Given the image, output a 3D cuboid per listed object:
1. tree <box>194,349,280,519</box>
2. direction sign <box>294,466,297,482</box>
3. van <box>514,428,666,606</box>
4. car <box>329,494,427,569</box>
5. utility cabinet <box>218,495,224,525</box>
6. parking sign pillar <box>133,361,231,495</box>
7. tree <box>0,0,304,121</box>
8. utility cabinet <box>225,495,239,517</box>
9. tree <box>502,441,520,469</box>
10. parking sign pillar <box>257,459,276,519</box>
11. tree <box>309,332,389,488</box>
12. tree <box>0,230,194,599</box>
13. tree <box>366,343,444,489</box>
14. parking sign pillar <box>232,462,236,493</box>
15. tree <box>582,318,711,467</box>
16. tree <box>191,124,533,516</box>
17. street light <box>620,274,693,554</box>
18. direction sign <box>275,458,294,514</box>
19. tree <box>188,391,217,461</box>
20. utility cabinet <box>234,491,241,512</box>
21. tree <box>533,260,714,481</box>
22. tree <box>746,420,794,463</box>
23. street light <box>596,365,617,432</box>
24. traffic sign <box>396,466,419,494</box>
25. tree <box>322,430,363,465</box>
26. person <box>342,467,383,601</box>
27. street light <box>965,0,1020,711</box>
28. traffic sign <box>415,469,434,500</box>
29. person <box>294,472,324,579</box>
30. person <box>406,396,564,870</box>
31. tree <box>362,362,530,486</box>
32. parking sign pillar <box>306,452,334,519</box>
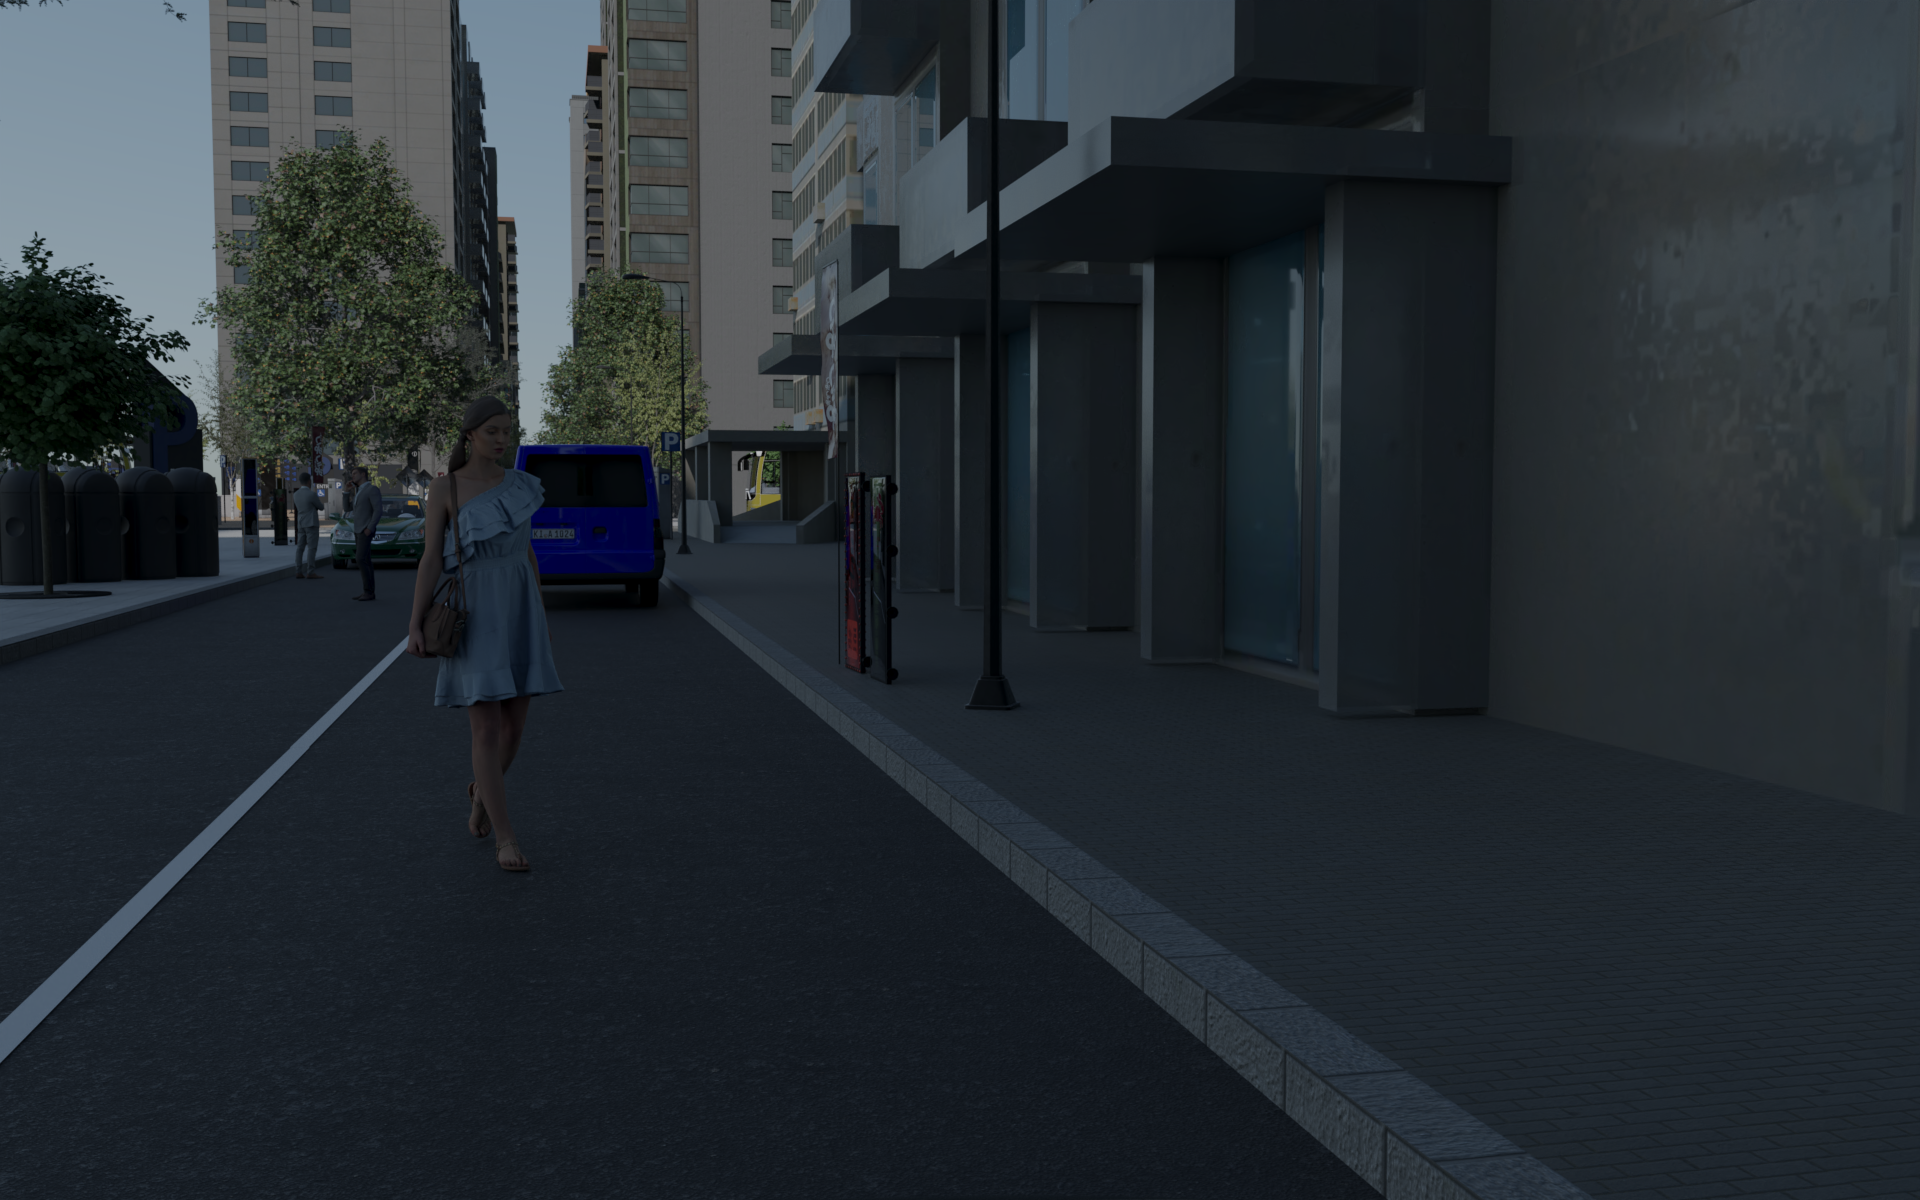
[{"bbox_3d":[-36.879,-8.388,87.505,4.360,8.622,3.978,0,3,0],"label":"tree"},{"bbox_3d":[-43.731,-7.413,113.198,0.876,3.537,0.379,1,4,16],"label":"direction sign"},{"bbox_3d":[-5.186,-1.177,23.631,2.240,2.365,5.245,-1,4,-14],"label":"van"},{"bbox_3d":[-11.492,-1.411,34.869,2.131,1.459,4.920,-1,4,-13],"label":"car"},{"bbox_3d":[-31.107,-3.702,71.686,0.306,1.237,1.020,2,4,35],"label":"utility cabinet"},{"bbox_3d":[-15.018,-2.716,32.880,1.447,3.967,1.447,1,4,21],"label":"parking sign pillar"},{"bbox_3d":[-8.672,-6.031,8.972,12.009,13.543,11.850,0,3,0],"label":"tree"},{"bbox_3d":[-41.164,-5.284,97.548,1.020,1.237,0.306,-2,4,-26],"label":"utility cabinet"},{"bbox_3d":[-54.335,-15.835,209.264,4.360,8.622,3.978,0,3,0],"label":"tree"},{"bbox_3d":[-36.595,-6.282,91.189,1.447,3.967,1.447,1,4,12],"label":"parking sign pillar"},{"bbox_3d":[-25.469,-7.441,72.019,4.737,8.622,4.395,0,3,0],"label":"tree"},{"bbox_3d":[-11.550,-2.323,21.695,4.285,4.588,4.351,0,3,0],"label":"tree"},{"bbox_3d":[-26.234,-8.108,82.932,4.360,8.622,3.978,0,3,0],"label":"tree"},{"bbox_3d":[-51.894,-8.280,123.850,1.447,3.967,1.447,2,4,33],"label":"parking sign pillar"},{"bbox_3d":[-12.981,-7.543,73.689,4.737,8.622,4.395,0,3,0],"label":"tree"},{"bbox_3d":[-19.171,-8.392,54.220,9.611,12.733,9.660,0,3,0],"label":"tree"},{"bbox_3d":[-6.426,-3.928,36.758,1.470,5.913,1.316,-1,4,-13],"label":"street light"},{"bbox_3d":[-42.248,-7.097,108.032,0.876,3.537,0.379,-1,4,-9],"label":"direction sign"},{"bbox_3d":[-53.680,-10.355,119.663,4.737,8.622,4.395,0,3,0],"label":"tree"},{"bbox_3d":[-49.370,-6.756,119.140,1.173,1.500,0.318,1,4,20],"label":"utility cabinet"},{"bbox_3d":[-16.449,-10.272,84.947,9.611,12.733,9.660,0,3,0],"label":"tree"},{"bbox_3d":[-7.808,-5.693,76.797,4.285,4.588,4.351,0,3,0],"label":"tree"},{"bbox_3d":[-12.452,-5.521,62.807,1.470,5.913,1.316,-1,4,-13],"label":"street light"},{"bbox_3d":[-19.532,-3.523,61.238,0.795,2.450,0.064,-1,4,-13],"label":"traffic sign"},{"bbox_3d":[-42.277,-11.635,124.651,8.767,10.594,7.601,-1,4,-11],"label":"tree"},{"bbox_3d":[-8.079,-0.902,23.430,0.473,1.802,0.592,-2,4,-28],"label":"person"},{"bbox_3d":[-0.333,-2.299,10.122,1.470,5.913,1.316,-1,4,-13],"label":"street light"},{"bbox_3d":[-21.338,-3.998,69.017,0.795,2.450,0.064,-1,4,-13],"label":"traffic sign"},{"bbox_3d":[-11.047,-1.270,29.442,0.511,1.800,0.466,1,4,11],"label":"person"},{"bbox_3d":[-1.888,0.110,6.803,0.616,1.811,0.778,-2,4,-32],"label":"person"},{"bbox_3d":[-32.760,-10.941,113.303,8.767,10.594,7.601,1,4,18],"label":"tree"},{"bbox_3d":[-32.511,-6.088,88.009,1.447,3.967,1.447,-2,4,-25],"label":"parking sign pillar"}]
